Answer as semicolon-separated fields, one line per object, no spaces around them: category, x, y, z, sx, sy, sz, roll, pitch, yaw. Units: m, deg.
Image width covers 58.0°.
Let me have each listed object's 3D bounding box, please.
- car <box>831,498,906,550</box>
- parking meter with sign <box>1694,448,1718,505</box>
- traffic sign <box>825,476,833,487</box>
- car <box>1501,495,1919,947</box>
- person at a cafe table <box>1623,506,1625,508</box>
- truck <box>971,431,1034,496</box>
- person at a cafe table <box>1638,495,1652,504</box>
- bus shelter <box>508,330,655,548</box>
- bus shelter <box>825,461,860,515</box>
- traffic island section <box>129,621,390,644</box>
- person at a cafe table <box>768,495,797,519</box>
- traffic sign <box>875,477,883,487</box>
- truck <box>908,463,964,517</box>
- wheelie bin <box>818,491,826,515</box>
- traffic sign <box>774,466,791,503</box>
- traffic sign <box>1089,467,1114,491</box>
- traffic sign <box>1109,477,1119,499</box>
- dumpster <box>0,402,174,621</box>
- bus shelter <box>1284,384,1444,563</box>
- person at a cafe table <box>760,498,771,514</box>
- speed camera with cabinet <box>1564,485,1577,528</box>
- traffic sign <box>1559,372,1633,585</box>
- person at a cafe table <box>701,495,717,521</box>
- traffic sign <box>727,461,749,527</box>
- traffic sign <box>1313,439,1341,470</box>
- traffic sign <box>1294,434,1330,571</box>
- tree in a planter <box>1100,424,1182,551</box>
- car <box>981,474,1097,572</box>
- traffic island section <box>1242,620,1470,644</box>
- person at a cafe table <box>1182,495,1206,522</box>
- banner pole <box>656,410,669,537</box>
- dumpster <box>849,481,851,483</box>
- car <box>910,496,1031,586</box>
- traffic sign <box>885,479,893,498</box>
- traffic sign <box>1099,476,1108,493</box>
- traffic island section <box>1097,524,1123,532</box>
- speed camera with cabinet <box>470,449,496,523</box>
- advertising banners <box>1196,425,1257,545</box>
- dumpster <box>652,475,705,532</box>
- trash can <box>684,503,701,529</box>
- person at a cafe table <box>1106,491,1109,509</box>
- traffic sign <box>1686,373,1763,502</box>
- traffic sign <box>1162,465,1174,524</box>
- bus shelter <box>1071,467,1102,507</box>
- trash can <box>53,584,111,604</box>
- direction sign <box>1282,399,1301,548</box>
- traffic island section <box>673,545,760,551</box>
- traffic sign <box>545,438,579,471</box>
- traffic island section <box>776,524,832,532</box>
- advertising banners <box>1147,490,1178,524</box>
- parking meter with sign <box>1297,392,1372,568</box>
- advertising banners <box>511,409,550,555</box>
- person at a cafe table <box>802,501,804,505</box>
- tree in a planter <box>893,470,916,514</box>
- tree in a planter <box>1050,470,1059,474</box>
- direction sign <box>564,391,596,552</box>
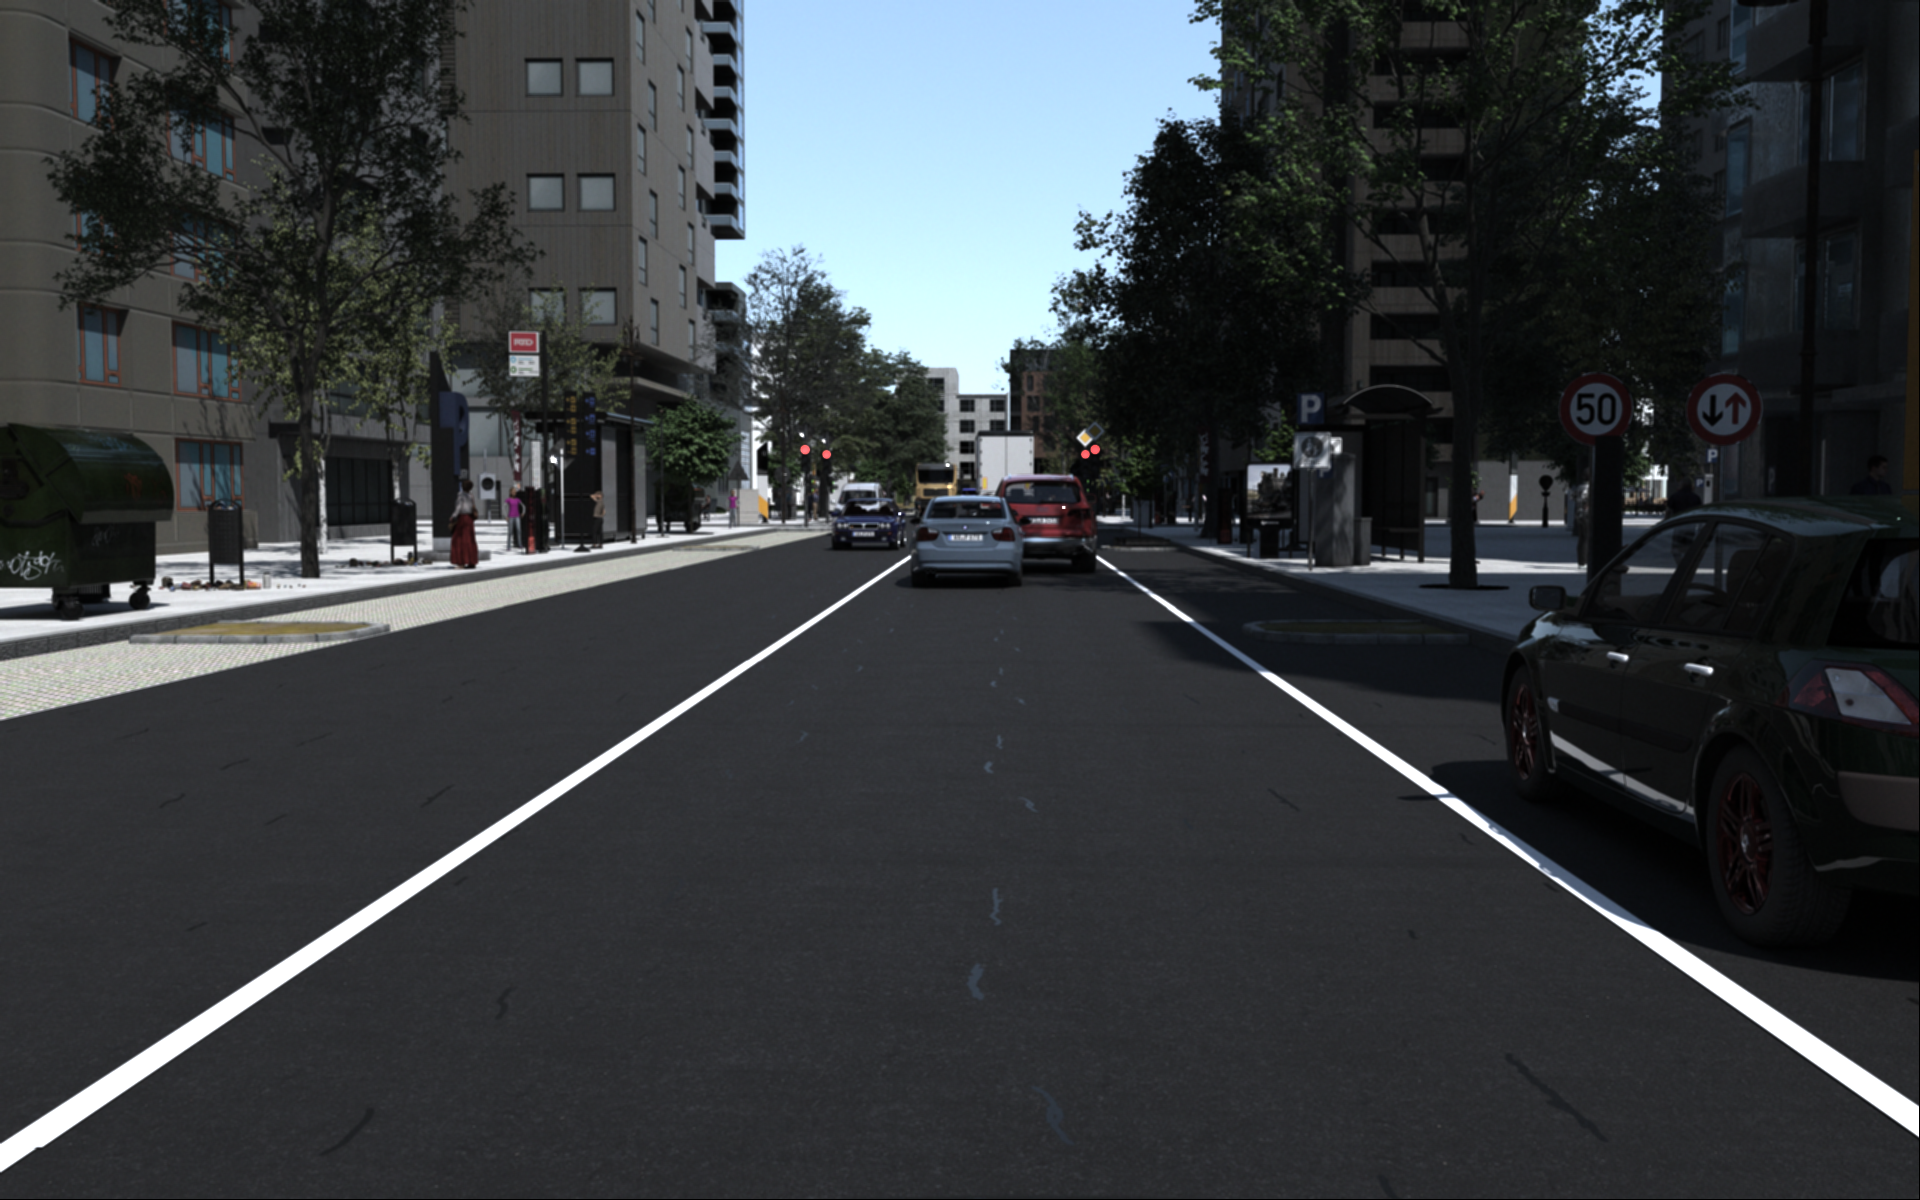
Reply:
car;-2.370;-2.014;45.513;1.945;1.354;3.894;0;4;2
parking meter with sign;28.211;-4.252;65.781;1.738;3.016;0.543;-3;5;-42
traffic sign;-7.614;-5.960;99.575;0.606;2.300;0.079;0;4;5
car;3.408;0.181;6.829;2.009;1.686;4.222;0;4;3
person at a cafe table;28.834;-4.274;78.392;1.622;1.524;1.698;-1;4;-22
truck;2.000;-5.693;81.993;2.839;4.237;11.283;0;4;0
person at a cafe table;57.993;-8.319;146.873;1.698;1.238;1.726;-1;4;-16
bus shelter;-9.917;-4.132;45.195;2.179;5.291;8.768;0;4;1
bus shelter;-7.516;-7.009;108.525;2.014;3.302;5.546;0;4;1
traffic island section;-6.885;0.334;17.412;1.991;0.108;1.994;0;4;1
person at a cafe table;-9.339;-4.814;89.563;1.698;1.238;1.726;0;4;-3
traffic sign;-6.401;-8.204;134.131;0.884;2.594;0.081;0;4;6
truck;-1.497;-7.044;111.088;3.469;3.379;9.791;0;3;0
wheelie bin;-8.111;-5.821;103.082;0.693;1.594;0.980;-1;4;-15
traffic sign;-8.041;-4.793;78.464;0.768;2.556;0.104;0;4;2
traffic sign;10.445;-8.350;130.387;2.265;3.308;0.079;1;4;11
traffic sign;10.830;-7.441;121.759;0.768;2.556;0.104;1;4;8
dumpster;-9.467;-0.964;18.248;1.502;2.255;1.985;0;4;1
bus shelter;7.938;-2.491;34.644;2.014;3.302;5.546;0;4;1
person at a cafe table;-12.153;-5.881;104.664;1.622;1.524;1.698;3;5;41
speed camera with cabinet;23.052;-4.310;64.810;0.660;3.252;2.038;1;4;13
traffic sign;6.652;-1.107;18.210;0.768;2.556;0.104;0;4;2
person at a cafe table;-12.233;-4.338;81.779;1.726;1.238;1.698;2;4;35
traffic sign;-8.616;-4.114;67.261;0.884;2.594;0.081;0;4;4
traffic sign;6.627;-1.800;31.552;0.606;2.300;0.079;0;4;2
traffic sign;5.841;-1.631;28.796;0.606;2.300;0.079;0;4;8
tree in a planter;4.613;-2.884;44.368;1.991;3.239;1.994;0;4;1
car;1.513;-1.504;33.263;2.281;1.827;5.304;0;4;1
traffic island section;3.900;0.326;17.529;1.991;0.108;1.994;0;4;1
person at a cafe table;11.039;-4.332;79.348;1.698;1.524;1.622;1;4;13
banner pole;-8.822;-3.745;51.246;0.401;3.779;0.863;-1;4;-9
dumpster;-8.006;-7.146;119.332;1.502;2.255;1.985;0;4;1
car;0.155;-0.989;28.165;2.014;1.417;4.499;0;4;2
traffic sign;-5.935;-8.736;142.933;0.768;2.556;0.104;0;4;7
traffic sign;10.030;-7.437;121.709;0.768;2.556;0.104;0;4;4
traffic island section;5.180;-2.701;66.440;2.009;0.180;2.903;0;4;1
speed camera with cabinet;-21.291;-4.953;75.322;2.038;3.252;0.660;-2;4;-28
advertising banners;6.792;-2.937;44.208;2.074;3.025;0.090;-2;4;-34
dumpster;-9.583;-3.447;58.845;1.502;2.255;1.985;0;4;2
trash can;-9.766;-3.152;63.192;0.748;1.137;0.748;0;3;0
person at a cafe table;12.706;-8.380;145.532;1.622;1.524;1.698;-1;4;-19
traffic sign;8.033;-1.112;18.295;0.768;2.556;0.104;0;4;8
traffic sign;8.909;-4.596;75.246;0.768;2.556;0.104;0;4;5
bus shelter;9.121;-8.010;124.893;2.014;3.302;5.546;0;4;1
trash can;-10.332;-0.531;20.343;0.748;1.137;0.748;0;3;0
direction sign;7.993;-3.023;41.424;0.876;3.537;0.379;-3;4;-37
traffic island section;-6.192;-1.314;44.347;1.991;0.108;1.994;0;4;1
traffic sign;-9.300;-2.490;40.445;0.795;2.593;0.064;0;4;2
traffic island section;-5.938;-2.719;66.731;2.009;0.180;2.903;0;4;1
advertising banners;8.429;-4.756;73.948;2.074;3.025;0.090;3;5;41
parking meter with sign;6.625;-2.092;30.463;0.543;3.016;1.738;3;5;44
advertising banners;-9.125;-2.482;36.773;0.090;3.025;2.074;0;4;7
person at a cafe table;-12.605;-8.177;144.557;1.698;1.238;1.726;-1;4;-10
tree in a planter;-4.074;-7.888;126.187;1.991;3.239;1.994;0;4;1
tree in a planter;6.719;-7.891;126.234;1.991;3.239;1.994;0;4;1
direction sign;-8.388;-2.834;38.335;0.379;3.537;0.876;3;4;37
